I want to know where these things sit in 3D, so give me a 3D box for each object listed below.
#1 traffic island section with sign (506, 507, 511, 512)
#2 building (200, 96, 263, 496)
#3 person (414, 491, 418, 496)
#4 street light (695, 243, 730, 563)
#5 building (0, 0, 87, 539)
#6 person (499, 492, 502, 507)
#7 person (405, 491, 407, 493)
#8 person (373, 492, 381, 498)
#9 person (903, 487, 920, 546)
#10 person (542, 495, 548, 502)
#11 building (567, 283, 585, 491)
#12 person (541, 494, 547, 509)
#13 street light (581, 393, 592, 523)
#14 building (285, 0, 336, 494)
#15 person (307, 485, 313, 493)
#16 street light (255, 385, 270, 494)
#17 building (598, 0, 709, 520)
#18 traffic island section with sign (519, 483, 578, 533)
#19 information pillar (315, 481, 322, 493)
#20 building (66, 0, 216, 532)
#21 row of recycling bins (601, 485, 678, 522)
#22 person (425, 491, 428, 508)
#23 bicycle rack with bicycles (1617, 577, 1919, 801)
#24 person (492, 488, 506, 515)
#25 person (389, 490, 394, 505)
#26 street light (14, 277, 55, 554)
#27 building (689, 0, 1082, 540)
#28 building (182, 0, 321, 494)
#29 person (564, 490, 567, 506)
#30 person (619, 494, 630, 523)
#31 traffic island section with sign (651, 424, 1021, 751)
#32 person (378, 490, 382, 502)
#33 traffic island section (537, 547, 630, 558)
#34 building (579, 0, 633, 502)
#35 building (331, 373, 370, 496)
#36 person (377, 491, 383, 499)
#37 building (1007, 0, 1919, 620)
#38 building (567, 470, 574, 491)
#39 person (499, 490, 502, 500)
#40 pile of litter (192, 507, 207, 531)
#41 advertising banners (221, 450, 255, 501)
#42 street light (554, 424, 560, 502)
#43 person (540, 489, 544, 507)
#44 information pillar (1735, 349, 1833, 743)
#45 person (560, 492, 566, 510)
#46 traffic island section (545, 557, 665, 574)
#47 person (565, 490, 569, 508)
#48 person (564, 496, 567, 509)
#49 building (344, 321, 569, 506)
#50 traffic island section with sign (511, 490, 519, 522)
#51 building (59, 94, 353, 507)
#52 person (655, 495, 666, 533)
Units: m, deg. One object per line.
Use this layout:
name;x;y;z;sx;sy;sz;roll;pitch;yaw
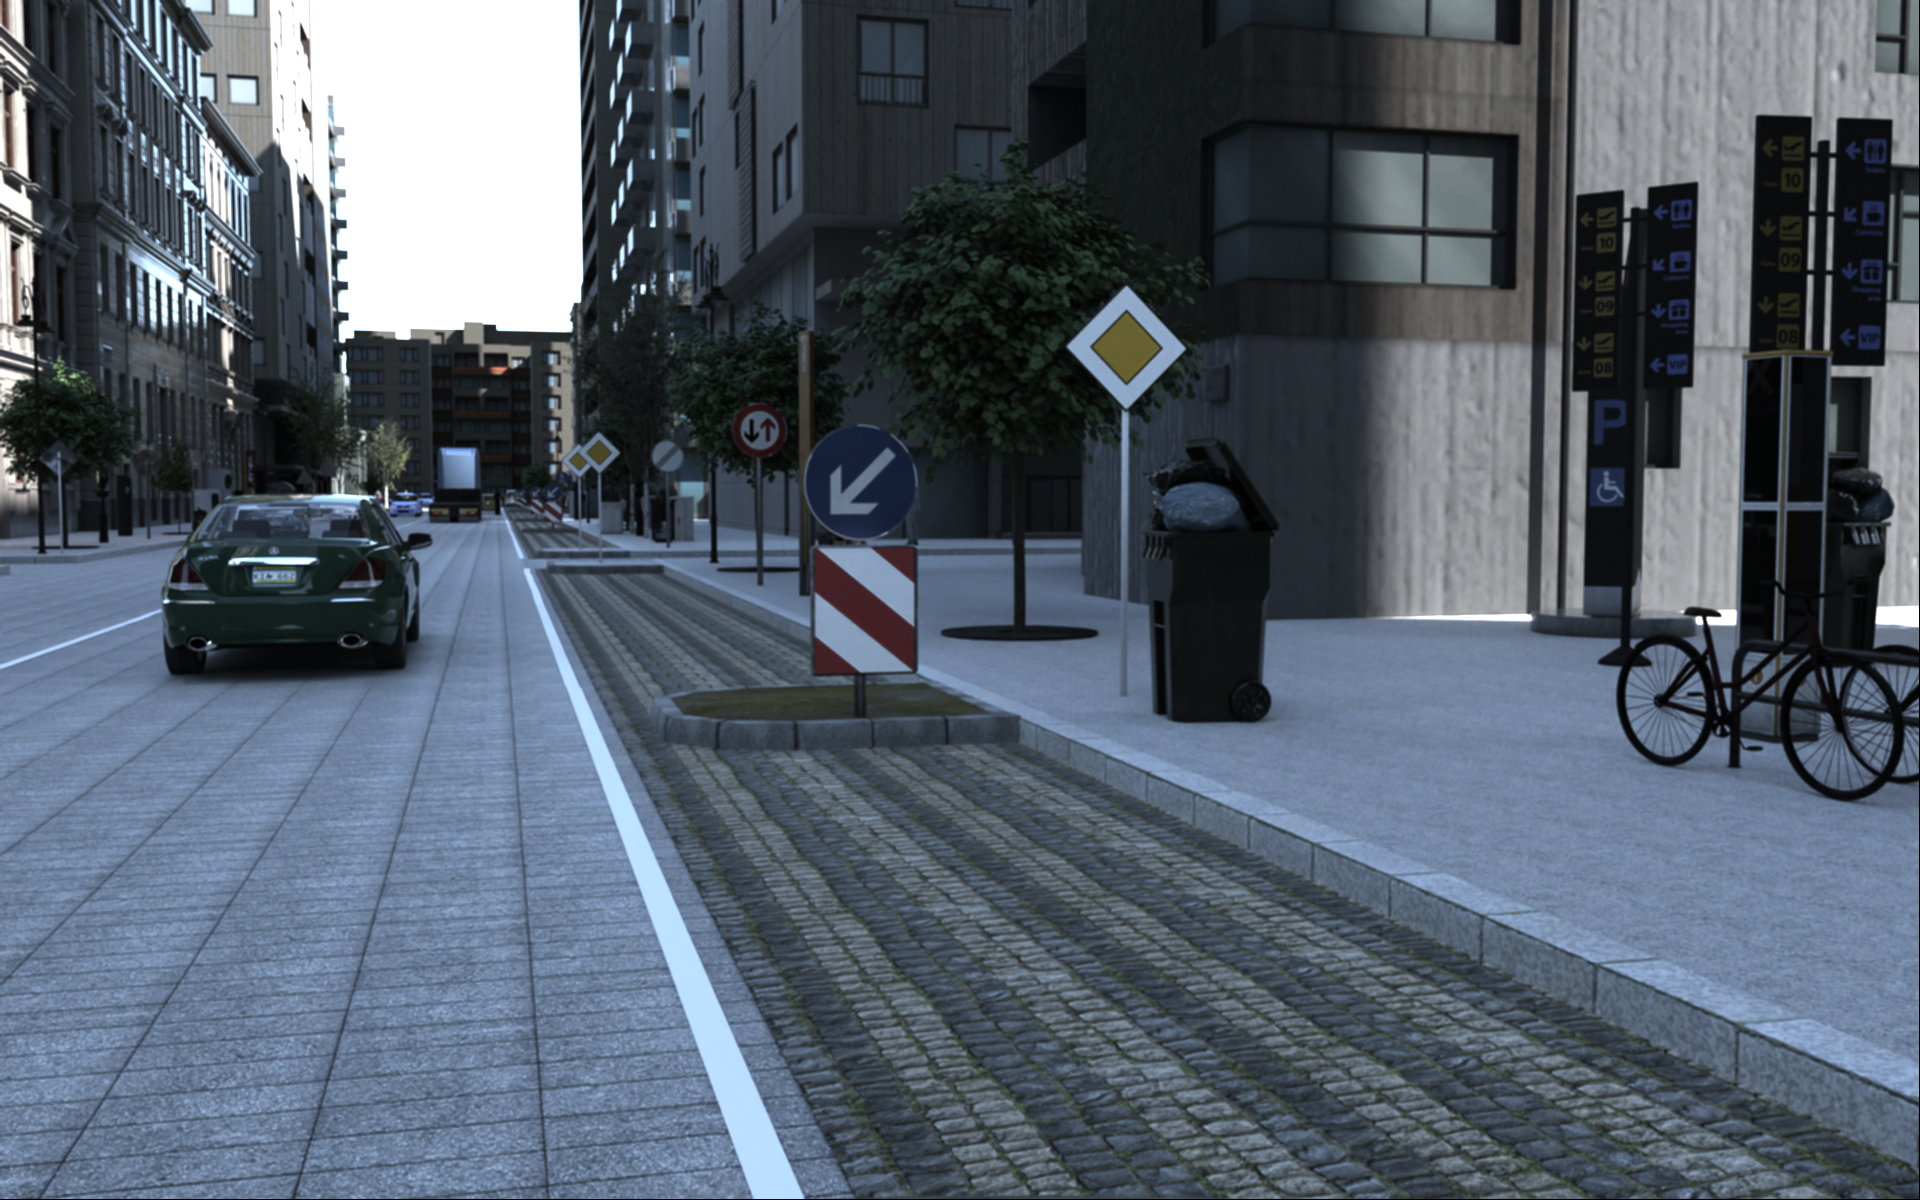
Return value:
traffic island section with sign;-35.337;-7.993;139.316;1.989;1.847;2.006;-1;4;-15
building;-43.582;-16.021;90.828;11.050;23.489;19.941;-1;4;-15
person;-52.403;-9.607;166.279;0.721;1.736;1.217;2;4;29
street light;-4.586;-3.630;32.134;0.468;5.910;1.993;-1;4;-15
building;-31.881;-12.884;46.812;11.583;22.565;21.152;-1;4;-15
person;-49.280;-10.778;185.388;0.551;1.740;0.621;-2;4;-32
person;-48.602;-8.744;152.187;0.721;1.736;1.217;3;4;36
person;-51.862;-9.034;153.728;1.348;1.826;0.705;2;4;29
person;-1.287;-2.246;42.968;0.583;1.804;0.606;-1;4;-20
person;-37.595;-9.179;156.645;0.750;1.759;0.617;-2;4;-33
building;-19.829;-18.897;154.004;27.650;21.520;28.899;-1;4;-15
person;-36.682;-9.002;153.164;0.705;1.831;1.348;-3;4;-37
street light;-16.438;-6.339;76.438;0.468;5.910;1.993;-1;4;-15
building;-58.630;-29.931;139.477;14.600;45.320;14.200;-1;4;-15
person;-39.311;-6.049;104.917;0.580;1.828;0.573;2;4;24
street light;-29.399;-6.144;73.236;0.468;5.910;1.993;-1;4;-15
building;-8.311;-29.367;99.755;23.786;49.044;30.456;-1;4;-15
traffic island section with sign;-15.228;-3.401;64.238;1.989;1.847;2.006;-1;4;-15
information pillar;-36.042;-5.681;97.376;0.304;2.012;0.304;-3;4;-36
building;-38.067;-16.615;68.911;12.463;27.353;25.104;-1;4;-15
row of recycling bins;-14.905;-4.488;80.491;3.534;1.692;1.069;-1;4;-16
person;-56.729;-10.685;183.724;0.721;1.766;1.217;0;4;-7
bicycle rack with bicycles;4.643;0.371;7.319;2.852;0.926;2.925;-1;4;-15
person;-31.427;-6.688;117.804;0.705;1.831;1.348;2;4;26
person;-59.528;-10.682;181.412;0.721;1.735;1.217;0;4;1
street light;-19.751;-3.933;37.096;0.468;5.910;1.993;-1;4;-15
building;4.928;-28.826;60.549;27.495;52.752;28.713;-1;4;-15
building;-59.343;-32.311;117.521;28.713;52.752;27.495;-1;4;-15
person;-36.574;-9.416;160.519;1.217;1.766;0.721;0;4;6
person;-12.842;-3.422;66.242;0.590;1.304;0.306;0;4;3
traffic island section with sign;-0.858;-0.120;10.596;1.989;1.847;2.006;-1;4;-15
person;-53.491;-9.327;159.452;0.541;1.710;0.530;-2;4;-30
traffic island section;-8.705;-1.079;39.920;2.009;0.180;2.903;-1;4;-15
building;-16.603;-30.841;127.952;21.300;48.544;21.600;-1;4;-15
building;-73.639;-52.024;163.266;31.000;86.520;22.319;-1;4;-15
person;-52.730;-9.220;156.727;1.348;1.831;0.705;2;4;27
building;7.828;-15.496;25.058;14.160;30.474;14.107;-1;4;-15
building;-29.443;-45.092;175.498;20.563;71.187;20.611;-1;4;-15
person;-37.628;-8.069;140.951;1.217;1.766;0.721;3;5;42
pile of litter;-25.890;-2.793;59.634;1.176;0.858;1.719;0;4;-7
advertising banners;-28.945;-4.480;69.435;2.074;3.025;0.090;2;4;27
street light;-26.135;-8.547;112.534;0.468;5.910;1.993;-1;4;-15
person;-41.610;-10.174;172.397;0.705;1.823;1.348;0;4;4
information pillar;4.281;-0.277;9.024;0.304;2.012;0.304;-1;4;-19
person;-32.821;-8.307;142.807;0.756;1.711;0.436;3;5;40
traffic island section;-6.638;-0.607;32.206;2.009;0.180;2.903;-1;4;-15
person;-35.728;-9.242;157.823;0.621;1.740;0.551;0;4;-6
person;-34.648;-8.861;151.634;0.721;1.735;1.217;-3;4;-37
building;-57.394;-22.214;208.235;28.899;21.520;27.650;-1;4;-15
traffic island section with sign;-22.208;-4.994;90.278;1.989;1.847;2.006;-1;4;-15
building;-85.655;-35.389;198.216;30.456;49.044;23.786;-1;4;-15
person;-9.918;-2.848;57.277;0.373;1.253;0.362;1;4;17
